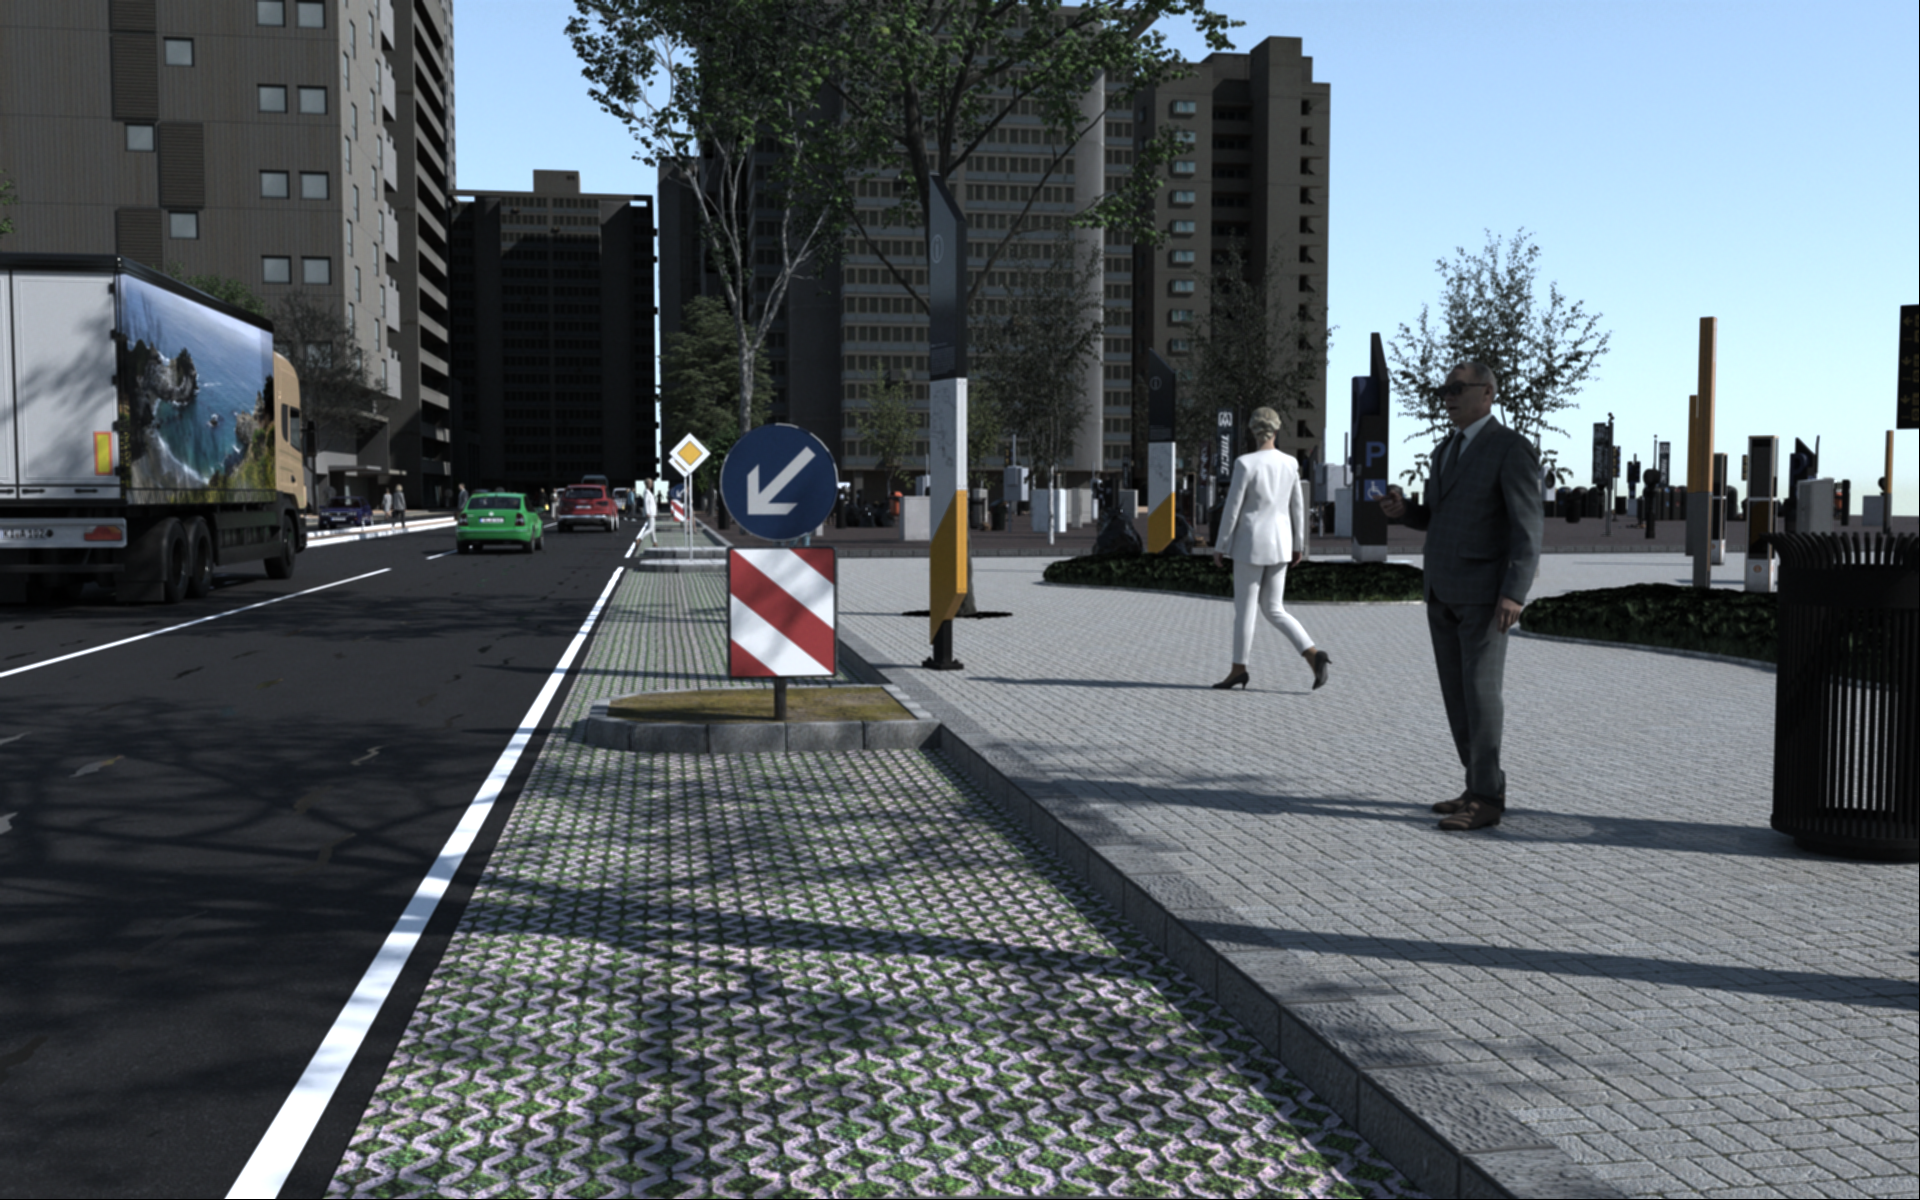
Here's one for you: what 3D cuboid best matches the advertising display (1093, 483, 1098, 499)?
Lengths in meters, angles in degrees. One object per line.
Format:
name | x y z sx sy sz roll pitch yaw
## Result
advertising display | 7.584 -5.611 96.955 0.123 1.923 0.974 0 4 -6

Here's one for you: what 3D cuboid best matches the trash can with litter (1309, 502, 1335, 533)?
trash can with litter | 12.034 -2.798 57.138 1.055 1.170 0.624 0 4 2

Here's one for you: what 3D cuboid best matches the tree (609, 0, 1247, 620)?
tree | -0.181 -5.635 17.895 9.928 11.665 9.643 0 3 0

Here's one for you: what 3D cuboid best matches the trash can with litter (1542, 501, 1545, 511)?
trash can with litter | 28.485 -4.527 85.408 0.624 1.170 1.055 1 4 9

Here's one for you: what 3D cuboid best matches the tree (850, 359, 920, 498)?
tree | -3.865 -8.783 93.967 4.737 8.622 4.395 0 3 0

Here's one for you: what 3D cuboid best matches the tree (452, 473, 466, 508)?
tree | -47.053 -10.244 162.097 1.663 3.219 1.824 0 3 0

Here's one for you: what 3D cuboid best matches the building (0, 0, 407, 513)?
building | -55.115 -32.558 121.565 28.713 52.752 27.495 -1 4 -10

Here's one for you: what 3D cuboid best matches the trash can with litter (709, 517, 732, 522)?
trash can with litter | -10.964 -4.304 81.421 1.678 1.210 2.233 -1 4 -10

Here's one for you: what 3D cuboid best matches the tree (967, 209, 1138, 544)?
tree | 2.084 -5.736 44.149 4.360 8.622 3.978 0 3 0

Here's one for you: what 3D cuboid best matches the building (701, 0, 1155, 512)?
building | -3.626 -26.970 132.848 32.217 40.220 23.993 -1 4 -10

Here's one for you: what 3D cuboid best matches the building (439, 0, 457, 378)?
building | -69.712 -46.553 199.389 20.611 71.187 20.563 -1 4 -10

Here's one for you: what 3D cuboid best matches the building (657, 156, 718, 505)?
building | -28.380 -31.820 203.853 14.086 41.232 14.154 -1 4 -10

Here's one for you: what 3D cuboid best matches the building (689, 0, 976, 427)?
building | -12.910 -36.020 178.170 28.713 52.752 27.495 -1 4 -10

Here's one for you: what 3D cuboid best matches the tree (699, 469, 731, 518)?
tree | -12.750 -6.026 93.130 1.663 3.219 1.824 0 3 0

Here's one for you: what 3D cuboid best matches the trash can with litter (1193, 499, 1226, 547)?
trash can with litter | 6.076 -1.869 41.944 1.055 1.170 0.624 -1 4 -17

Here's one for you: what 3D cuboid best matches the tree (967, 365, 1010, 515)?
tree | 1.068 -8.982 97.214 4.737 8.622 4.395 0 3 0

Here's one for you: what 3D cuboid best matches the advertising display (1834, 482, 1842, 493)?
advertising display | 48.678 -5.533 95.686 0.974 1.923 0.123 -1 4 -23

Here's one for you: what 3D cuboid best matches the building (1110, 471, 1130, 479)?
building | 10.235 -25.536 189.219 14.107 30.474 14.160 -1 4 -10

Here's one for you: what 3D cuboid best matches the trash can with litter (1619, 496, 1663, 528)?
trash can with litter | 26.002 -3.363 66.040 1.678 1.210 2.233 1 4 13

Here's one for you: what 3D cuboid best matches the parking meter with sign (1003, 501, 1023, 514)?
parking meter with sign | 3.478 -7.208 114.109 1.738 3.016 0.543 -3 4 -37

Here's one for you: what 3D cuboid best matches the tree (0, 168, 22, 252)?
tree | -28.127 -7.249 44.283 9.928 11.665 9.643 0 3 0

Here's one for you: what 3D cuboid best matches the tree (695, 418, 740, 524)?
tree | -9.747 -5.589 75.087 4.285 4.588 4.351 0 3 0

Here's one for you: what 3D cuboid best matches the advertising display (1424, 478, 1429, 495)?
advertising display | 19.403 -4.091 72.095 0.123 1.923 0.974 1 4 10

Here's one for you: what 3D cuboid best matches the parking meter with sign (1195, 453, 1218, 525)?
parking meter with sign | 10.460 -4.717 73.377 0.543 3.016 1.738 3 5 40

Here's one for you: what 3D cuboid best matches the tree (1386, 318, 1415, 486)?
tree | 14.853 -6.230 52.228 4.360 8.622 3.978 0 3 0

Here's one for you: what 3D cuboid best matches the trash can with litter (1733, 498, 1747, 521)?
trash can with litter | 37.062 -4.315 81.941 0.624 1.170 1.055 -1 4 -23

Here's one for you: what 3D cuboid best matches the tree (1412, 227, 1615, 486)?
tree | 15.343 -5.943 47.528 4.360 8.622 3.978 0 3 0

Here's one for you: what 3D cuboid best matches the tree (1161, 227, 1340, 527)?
tree | 8.318 -6.008 48.600 4.360 8.622 3.978 0 3 0

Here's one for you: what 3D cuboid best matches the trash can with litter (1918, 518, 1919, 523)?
trash can with litter | 42.419 -3.923 75.191 1.678 1.210 2.233 -1 4 -10

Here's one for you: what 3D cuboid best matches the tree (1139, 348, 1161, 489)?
tree | 9.545 -7.170 67.589 4.360 8.622 3.978 0 3 0

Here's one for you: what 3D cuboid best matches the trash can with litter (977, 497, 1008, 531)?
trash can with litter | 1.171 -3.003 60.490 1.055 1.170 0.624 -2 4 -33

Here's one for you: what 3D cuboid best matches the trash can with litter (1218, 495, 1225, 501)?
trash can with litter | 13.933 -4.882 90.880 2.233 1.210 1.678 3 5 45

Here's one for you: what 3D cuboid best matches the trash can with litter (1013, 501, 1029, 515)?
trash can with litter | 4.135 -5.789 105.709 2.233 1.210 1.678 3 5 43

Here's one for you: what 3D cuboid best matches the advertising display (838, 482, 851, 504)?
advertising display | -6.045 -5.166 89.678 0.123 1.923 0.974 3 5 43

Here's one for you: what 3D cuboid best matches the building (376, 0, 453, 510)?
building | -55.669 -31.990 146.738 21.300 48.544 21.600 -1 4 -10

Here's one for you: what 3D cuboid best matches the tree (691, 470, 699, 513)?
tree | -17.420 -7.437 116.188 1.663 3.219 1.824 0 3 0

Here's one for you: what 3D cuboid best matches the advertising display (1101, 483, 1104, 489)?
advertising display | 8.533 -5.715 98.651 0.974 1.923 0.123 0 4 7

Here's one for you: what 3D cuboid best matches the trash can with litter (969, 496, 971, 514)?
trash can with litter | 0.813 -6.102 110.827 2.233 1.210 1.678 -1 4 -19

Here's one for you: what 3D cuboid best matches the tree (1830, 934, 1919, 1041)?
tree | 2.695 -5.714 3.794 12.009 13.543 11.850 0 3 0

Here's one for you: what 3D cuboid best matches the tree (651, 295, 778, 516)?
tree | -14.053 -11.080 99.284 7.486 12.596 7.792 0 3 0

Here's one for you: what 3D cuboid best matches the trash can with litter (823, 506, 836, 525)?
trash can with litter | -5.311 -3.712 71.752 1.678 1.210 2.233 -2 4 -27

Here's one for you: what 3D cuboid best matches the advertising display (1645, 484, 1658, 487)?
advertising display | 45.022 -6.535 112.057 0.974 1.923 0.123 0 4 7

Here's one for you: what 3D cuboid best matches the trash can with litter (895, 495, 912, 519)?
trash can with litter | -2.845 -4.710 88.063 2.233 1.210 1.678 -3 4 -38

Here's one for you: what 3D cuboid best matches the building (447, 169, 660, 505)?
building | -48.814 -31.716 210.435 23.993 40.220 32.217 -1 4 -10

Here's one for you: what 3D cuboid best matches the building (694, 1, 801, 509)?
building | -13.229 -43.725 153.149 20.563 71.187 20.611 -1 4 -10

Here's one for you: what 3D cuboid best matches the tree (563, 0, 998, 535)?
tree | -5.439 -12.070 53.228 12.611 20.169 13.585 0 3 0

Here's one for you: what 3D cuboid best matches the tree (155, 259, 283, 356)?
tree | -33.506 -9.259 77.144 9.928 11.665 9.643 0 3 0

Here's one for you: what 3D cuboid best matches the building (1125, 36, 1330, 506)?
building | 28.399 -34.536 188.360 21.600 48.544 21.300 -1 4 -10

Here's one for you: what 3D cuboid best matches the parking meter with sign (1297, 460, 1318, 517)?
parking meter with sign | 17.575 -5.713 89.668 1.738 3.016 0.543 0 4 0
